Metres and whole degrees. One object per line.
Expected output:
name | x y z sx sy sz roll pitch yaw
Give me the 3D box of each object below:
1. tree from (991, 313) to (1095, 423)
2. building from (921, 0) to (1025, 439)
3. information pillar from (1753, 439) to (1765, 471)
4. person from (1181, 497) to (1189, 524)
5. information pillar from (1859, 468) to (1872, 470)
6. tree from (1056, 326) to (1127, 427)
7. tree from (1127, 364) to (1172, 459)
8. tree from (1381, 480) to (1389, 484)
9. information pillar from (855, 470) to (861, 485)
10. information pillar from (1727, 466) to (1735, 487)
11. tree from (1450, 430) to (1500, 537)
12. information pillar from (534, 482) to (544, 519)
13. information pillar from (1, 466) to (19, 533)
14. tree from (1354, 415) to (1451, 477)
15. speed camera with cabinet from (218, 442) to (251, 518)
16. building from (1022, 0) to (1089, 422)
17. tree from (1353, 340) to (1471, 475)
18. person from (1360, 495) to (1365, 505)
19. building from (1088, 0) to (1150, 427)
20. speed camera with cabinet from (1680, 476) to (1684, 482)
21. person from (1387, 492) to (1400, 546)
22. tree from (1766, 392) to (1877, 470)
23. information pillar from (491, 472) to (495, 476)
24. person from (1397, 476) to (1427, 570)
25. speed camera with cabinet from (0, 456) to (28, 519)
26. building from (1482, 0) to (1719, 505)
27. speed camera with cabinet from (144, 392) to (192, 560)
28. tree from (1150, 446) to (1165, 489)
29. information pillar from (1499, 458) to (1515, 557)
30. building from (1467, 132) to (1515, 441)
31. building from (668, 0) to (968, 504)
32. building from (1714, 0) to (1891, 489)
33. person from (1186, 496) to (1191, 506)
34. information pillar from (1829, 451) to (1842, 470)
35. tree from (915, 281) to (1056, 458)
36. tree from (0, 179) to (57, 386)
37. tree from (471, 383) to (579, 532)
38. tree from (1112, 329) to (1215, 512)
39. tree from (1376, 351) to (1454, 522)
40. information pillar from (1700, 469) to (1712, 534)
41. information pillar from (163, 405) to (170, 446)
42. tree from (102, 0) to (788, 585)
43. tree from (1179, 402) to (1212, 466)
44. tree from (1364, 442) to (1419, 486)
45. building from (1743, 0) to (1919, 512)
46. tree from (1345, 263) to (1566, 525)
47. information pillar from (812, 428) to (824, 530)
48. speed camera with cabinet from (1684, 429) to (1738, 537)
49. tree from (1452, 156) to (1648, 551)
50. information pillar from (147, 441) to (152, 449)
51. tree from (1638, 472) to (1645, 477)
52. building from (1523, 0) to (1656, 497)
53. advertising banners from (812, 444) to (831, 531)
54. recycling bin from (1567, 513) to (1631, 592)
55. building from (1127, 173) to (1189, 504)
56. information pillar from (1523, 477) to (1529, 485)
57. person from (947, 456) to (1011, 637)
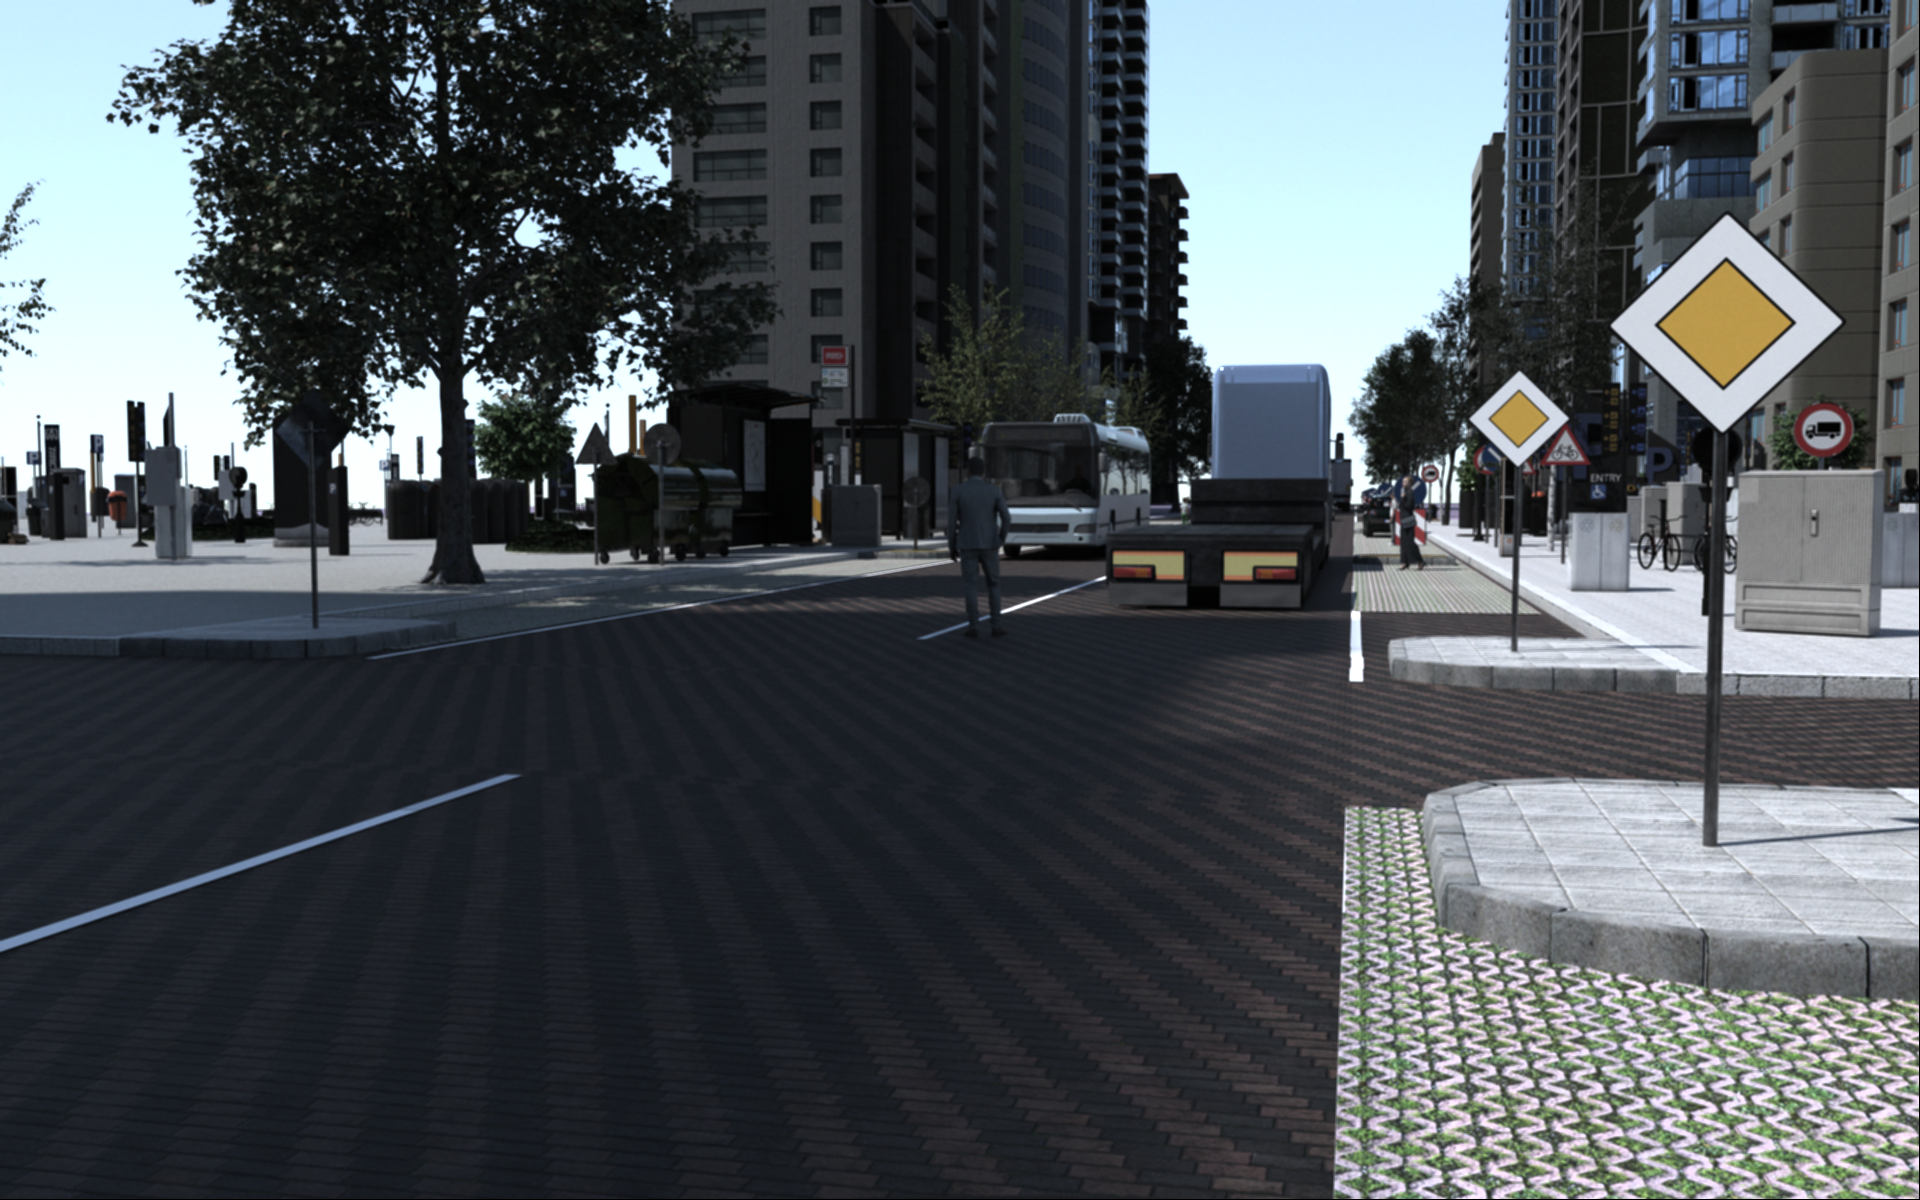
tree | 3.048 -7.329 70.199 4.360 8.622 3.978 0 3 0
building | -3.886 -26.413 115.444 14.154 41.232 14.086 1 4 13
information pillar | 33.618 -4.992 72.973 0.183 3.616 0.504 -2 4 -26
person | 8.760 -3.347 67.471 0.306 1.304 0.590 0 4 6
information pillar | 25.837 -2.750 49.455 0.304 2.012 0.304 2 4 32
tree | 4.690 -7.733 76.800 4.737 8.622 4.395 0 3 0
tree | 9.739 -9.077 98.766 4.737 8.622 4.395 0 3 0
tree | 52.629 -13.491 215.171 1.663 3.219 1.824 0 3 0
information pillar | -4.311 -5.048 73.884 0.504 3.616 0.183 1 4 11
information pillar | 36.906 -5.599 82.903 0.183 3.616 0.504 0 4 -4
tree | 15.559 -3.534 52.385 1.663 3.219 1.824 0 3 0
information pillar | -14.994 -3.497 61.675 0.304 2.012 0.304 -1 4 -16
information pillar | -25.298 -2.545 46.105 0.304 2.012 0.304 3 5 43
tree | 44.357 -16.058 172.925 12.009 13.543 11.850 0 3 0
speed camera with cabinet | -27.881 -4.417 66.551 0.660 3.252 2.038 0 4 -5
building | -2.353 -36.370 136.656 21.231 58.520 28.212 1 4 13
tree | 30.310 -11.648 116.203 9.928 11.665 9.643 0 3 0
person | 50.459 -12.672 216.422 1.217 1.736 0.721 -1 4 -23
building | 11.386 -54.389 201.936 22.319 86.520 31.000 1 4 13
speed camera with cabinet | 29.483 -4.565 68.969 0.660 3.252 2.038 -2 4 -25
person | 12.053 -2.261 48.059 0.523 1.515 0.503 0 4 -7
tree | 27.650 -4.398 55.628 4.285 4.588 4.351 0 3 0
information pillar | -25.777 -6.415 96.237 0.504 3.616 0.183 -1 4 -20
person | 8.413 -1.433 32.352 0.534 1.772 0.576 -1 4 -10
speed camera with cabinet | -49.117 -5.874 90.381 2.038 3.252 0.660 0 4 -5
building | 71.789 -54.248 199.621 22.319 86.520 31.000 1 4 13
speed camera with cabinet | -15.691 -2.445 34.310 0.660 3.252 2.038 -1 4 -17
tree | 11.028 -7.458 105.658 4.285 4.588 4.351 0 3 0
information pillar | 11.171 -1.882 35.255 0.304 2.012 0.304 0 4 7
building | 78.259 -36.862 226.401 21.300 48.544 21.600 1 4 13
building | -7.885 -20.180 101.644 14.160 30.474 14.107 1 4 13
building | 51.496 -48.632 107.809 22.319 86.520 31.000 1 4 13
person | 5.615 -1.995 41.298 0.466 1.800 0.511 0 4 0
information pillar | 26.722 -3.763 52.872 0.504 3.616 0.183 -2 4 -28
tree | 0.624 -6.660 59.261 4.737 8.622 4.395 0 3 0
tree | -18.670 -4.922 30.833 4.737 8.622 4.395 0 3 0
tree | -12.578 -4.051 49.948 4.285 4.588 4.351 0 3 0
tree | 15.029 -12.485 121.137 9.611 12.733 9.660 0 3 0
tree | 22.088 -7.938 80.156 4.360 8.622 3.978 0 3 0
information pillar | 16.199 -2.013 37.400 0.304 2.012 0.304 -2 4 -26
information pillar | -20.500 -3.276 44.910 0.183 3.616 0.504 0 4 -6
tree | -7.309 -6.591 24.772 9.611 12.733 9.660 0 3 0
tree | 24.064 -14.532 163.361 9.928 11.665 9.643 0 3 0
tree | 56.653 -18.843 226.203 7.486 12.596 7.792 0 3 0
building | 45.184 -13.125 59.635 27.650 21.520 28.899 1 4 13
tree | 20.119 -8.322 70.479 8.767 10.594 7.601 -3 4 -38
information pillar | -5.061 -4.283 61.375 0.504 3.616 0.183 1 4 10
speed camera with cabinet | 23.238 -3.567 52.651 2.038 3.252 0.660 2 4 32
tree | 13.277 -5.406 38.743 4.360 8.622 3.978 0 3 0
information pillar | -35.527 -5.178 76.012 0.183 3.616 0.504 -3 5 -40
tree | 32.637 -5.321 81.594 1.663 3.219 1.824 0 3 0
building | 55.944 -42.575 134.345 20.563 71.187 20.611 1 4 13
advertising banners | -4.516 -3.868 59.437 2.074 3.025 0.090 1 4 15
recycling bin | 8.500 -0.642 23.055 0.722 1.027 0.722 1 4 15
building | 18.839 -35.342 232.459 22.147 44.769 28.867 1 4 13
information pillar | 24.575 -4.344 75.518 0.304 2.012 0.304 2 4 35
person | 0.192 -0.544 17.488 0.635 1.810 0.391 -1 4 -10
